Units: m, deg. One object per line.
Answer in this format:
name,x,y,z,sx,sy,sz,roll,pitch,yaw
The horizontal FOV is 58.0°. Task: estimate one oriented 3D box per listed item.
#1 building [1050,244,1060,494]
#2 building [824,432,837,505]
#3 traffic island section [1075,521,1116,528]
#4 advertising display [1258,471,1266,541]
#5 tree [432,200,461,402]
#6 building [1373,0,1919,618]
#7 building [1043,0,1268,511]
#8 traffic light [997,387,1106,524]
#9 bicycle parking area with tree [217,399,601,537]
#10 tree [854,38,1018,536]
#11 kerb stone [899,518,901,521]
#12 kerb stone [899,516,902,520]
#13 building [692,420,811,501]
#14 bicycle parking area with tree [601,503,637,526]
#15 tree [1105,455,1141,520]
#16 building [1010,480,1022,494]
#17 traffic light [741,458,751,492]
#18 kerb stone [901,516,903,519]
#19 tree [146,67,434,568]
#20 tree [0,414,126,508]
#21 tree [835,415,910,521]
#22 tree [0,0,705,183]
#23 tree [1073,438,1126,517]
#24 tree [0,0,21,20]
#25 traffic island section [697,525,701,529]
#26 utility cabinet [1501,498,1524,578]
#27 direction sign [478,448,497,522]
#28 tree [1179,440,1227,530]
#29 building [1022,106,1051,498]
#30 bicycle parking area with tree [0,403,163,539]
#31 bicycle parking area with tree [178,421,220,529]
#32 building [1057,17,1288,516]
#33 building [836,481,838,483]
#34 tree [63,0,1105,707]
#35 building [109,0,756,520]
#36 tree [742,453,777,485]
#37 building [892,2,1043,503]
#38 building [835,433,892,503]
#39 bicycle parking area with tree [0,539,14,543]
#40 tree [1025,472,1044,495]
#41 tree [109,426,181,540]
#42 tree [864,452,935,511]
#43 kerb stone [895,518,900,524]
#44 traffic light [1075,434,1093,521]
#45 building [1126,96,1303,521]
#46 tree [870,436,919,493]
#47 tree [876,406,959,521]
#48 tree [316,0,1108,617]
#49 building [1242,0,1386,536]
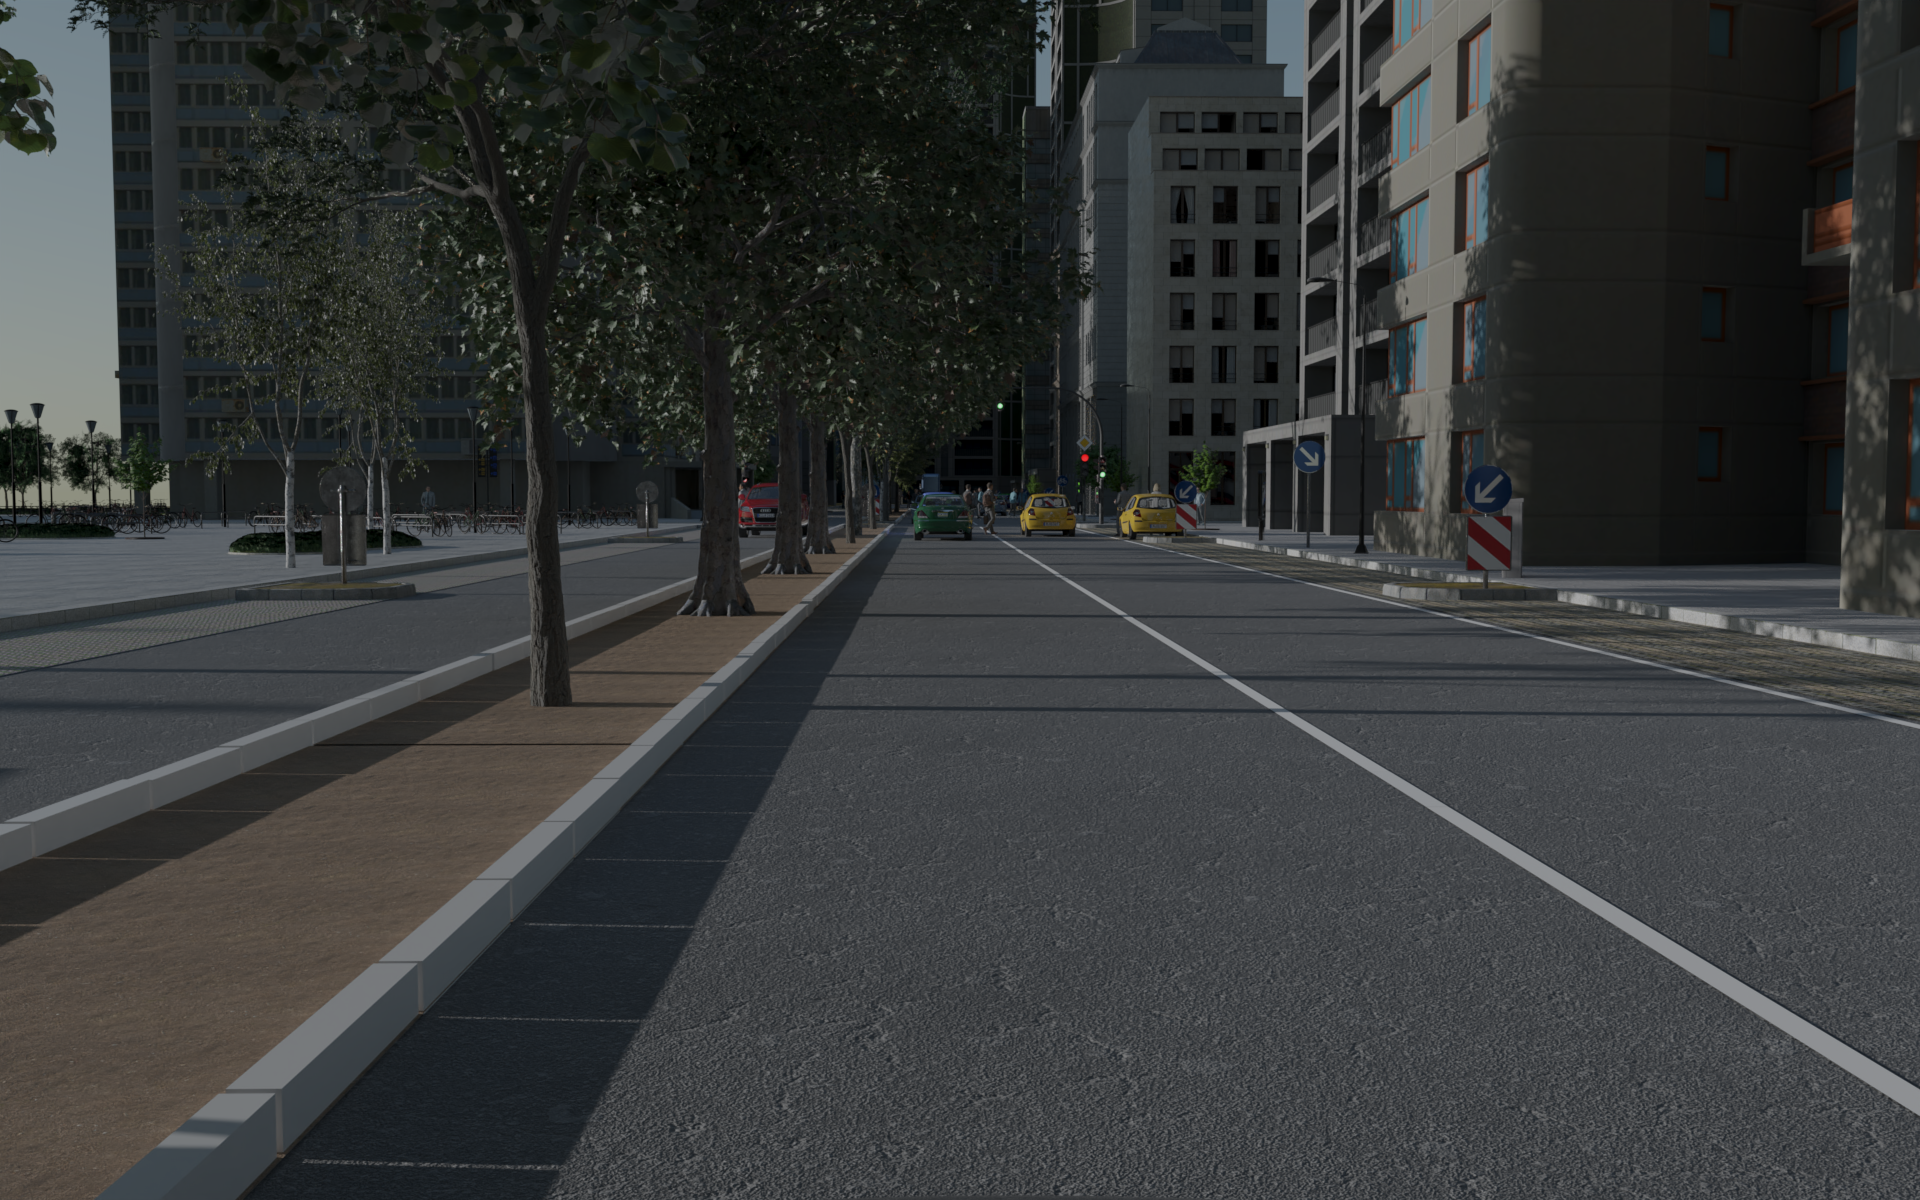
building,14.541,-21.236,144.476,12.463,27.353,25.104,0,4,-1
building,-21.303,-25.817,193.812,14.160,30.474,14.107,0,4,-1
traffic island section,6.040,-3.152,73.821,2.009,0.180,2.903,0,4,-1
advertising display,8.366,-2.616,47.993,0.123,1.923,0.974,1,4,16
tree,-12.317,-5.267,36.473,4.360,8.622,3.978,0,3,0
building,23.574,-10.999,24.872,27.650,21.520,28.899,0,4,-1
building,17.477,-44.622,167.823,20.563,71.187,20.611,0,4,-1
traffic light,3.910,-6.046,73.524,4.771,5.953,1.251,0,4,-1
bicycle parking area with tree,-17.460,-4.145,54.772,8.231,4.147,9.016,-3,5,-43
tree,-4.804,-12.325,59.856,12.611,20.169,13.585,0,3,0
kerb stone,-3.088,-3.825,84.733,0.120,0.150,1.000,0,4,-1
kerb stone,-3.182,-4.135,89.851,0.120,0.150,1.000,0,4,-1
building,-22.533,-35.887,128.756,21.231,58.520,28.212,0,4,-1
bicycle parking area with tree,-16.294,-4.952,67.965,9.016,4.147,8.231,2,4,24
tree,7.934,-5.601,86.180,1.663,3.219,1.824,0,3,0
building,22.787,-32.291,219.844,32.217,40.220,23.993,0,4,-1
traffic light,-8.023,-6.531,81.442,4.771,5.953,1.251,0,4,-1
kerb stone,-3.205,-4.200,90.873,0.120,0.150,1.000,0,4,-1
tree,-11.783,-4.876,30.081,4.360,8.622,3.978,0,3,0
tree,-68.072,-9.788,122.948,11.467,7.101,20.602,0,4,3
tree,-3.756,-7.916,82.241,4.360,8.622,3.978,0,3,0
tree,-2.642,-5.698,2.282,9.857,13.997,8.962,0,3,0
tree,8.025,-7.044,98.876,4.285,4.588,4.351,0,3,0
tree,-11.942,-5.411,14.232,9.928,11.665,9.643,0,3,0
traffic island section,-9.999,-3.134,73.517,2.009,0.180,2.903,0,4,-1
utility cabinet,8.566,-0.962,26.891,0.306,1.237,1.020,1,4,16
direction sign,-21.898,-5.402,80.315,0.876,3.537,0.379,-2,4,-23
tree,8.614,-4.105,61.723,1.663,3.219,1.824,0,3,0
building,13.614,-30.727,185.982,14.154,41.232,14.086,0,4,-1
bicycle parking area with tree,-30.741,-4.260,56.655,9.016,4.147,8.231,-2,4,-23
bicycle parking area with tree,-25.973,-4.863,66.509,8.231,4.147,9.016,1,4,21
building,13.219,-20.763,116.968,11.434,29.767,29.804,0,4,-1
building,-30.582,-34.541,219.362,28.867,44.769,22.147,0,4,-1
tree,-2.748,-4.579,11.737,8.767,10.594,7.601,0,4,-1
building,-27.995,-24.666,95.165,32.217,40.220,23.993,0,4,-1
tree,-13.487,-7.898,112.840,4.285,4.588,4.351,0,3,0
building,0.581,-49.615,249.449,20.611,71.187,20.563,0,4,-1
building,-25.251,-57.336,250.118,31.000,86.520,22.319,0,4,-1
bicycle parking area with tree,-27.829,-3.396,42.531,9.016,4.147,8.231,0,4,-2
tree,6.503,-9.656,152.479,1.663,3.219,1.824,0,3,0
tree,-23.353,-3.342,49.247,1.663,3.219,1.824,0,3,0
tree,-5.296,-13.546,142.063,7.486,12.596,7.792,0,3,0
kerb stone,-3.047,-3.699,82.678,0.120,0.150,1.000,0,4,-1
traffic light,5.845,-5.674,81.690,0.839,4.253,0.868,0,4,-1
building,17.387,-14.198,86.895,16.860,20.320,10.420,0,4,-1
tree,-4.660,-9.802,113.089,4.737,8.622,4.395,0,3,0
tree,-3.915,-10.921,91.386,12.009,13.543,11.850,0,3,0
tree,-2.863,-6.171,20.361,9.611,12.733,9.660,0,3,0
building,21.523,-37.784,56.016,20.563,71.187,20.611,0,4,-1
